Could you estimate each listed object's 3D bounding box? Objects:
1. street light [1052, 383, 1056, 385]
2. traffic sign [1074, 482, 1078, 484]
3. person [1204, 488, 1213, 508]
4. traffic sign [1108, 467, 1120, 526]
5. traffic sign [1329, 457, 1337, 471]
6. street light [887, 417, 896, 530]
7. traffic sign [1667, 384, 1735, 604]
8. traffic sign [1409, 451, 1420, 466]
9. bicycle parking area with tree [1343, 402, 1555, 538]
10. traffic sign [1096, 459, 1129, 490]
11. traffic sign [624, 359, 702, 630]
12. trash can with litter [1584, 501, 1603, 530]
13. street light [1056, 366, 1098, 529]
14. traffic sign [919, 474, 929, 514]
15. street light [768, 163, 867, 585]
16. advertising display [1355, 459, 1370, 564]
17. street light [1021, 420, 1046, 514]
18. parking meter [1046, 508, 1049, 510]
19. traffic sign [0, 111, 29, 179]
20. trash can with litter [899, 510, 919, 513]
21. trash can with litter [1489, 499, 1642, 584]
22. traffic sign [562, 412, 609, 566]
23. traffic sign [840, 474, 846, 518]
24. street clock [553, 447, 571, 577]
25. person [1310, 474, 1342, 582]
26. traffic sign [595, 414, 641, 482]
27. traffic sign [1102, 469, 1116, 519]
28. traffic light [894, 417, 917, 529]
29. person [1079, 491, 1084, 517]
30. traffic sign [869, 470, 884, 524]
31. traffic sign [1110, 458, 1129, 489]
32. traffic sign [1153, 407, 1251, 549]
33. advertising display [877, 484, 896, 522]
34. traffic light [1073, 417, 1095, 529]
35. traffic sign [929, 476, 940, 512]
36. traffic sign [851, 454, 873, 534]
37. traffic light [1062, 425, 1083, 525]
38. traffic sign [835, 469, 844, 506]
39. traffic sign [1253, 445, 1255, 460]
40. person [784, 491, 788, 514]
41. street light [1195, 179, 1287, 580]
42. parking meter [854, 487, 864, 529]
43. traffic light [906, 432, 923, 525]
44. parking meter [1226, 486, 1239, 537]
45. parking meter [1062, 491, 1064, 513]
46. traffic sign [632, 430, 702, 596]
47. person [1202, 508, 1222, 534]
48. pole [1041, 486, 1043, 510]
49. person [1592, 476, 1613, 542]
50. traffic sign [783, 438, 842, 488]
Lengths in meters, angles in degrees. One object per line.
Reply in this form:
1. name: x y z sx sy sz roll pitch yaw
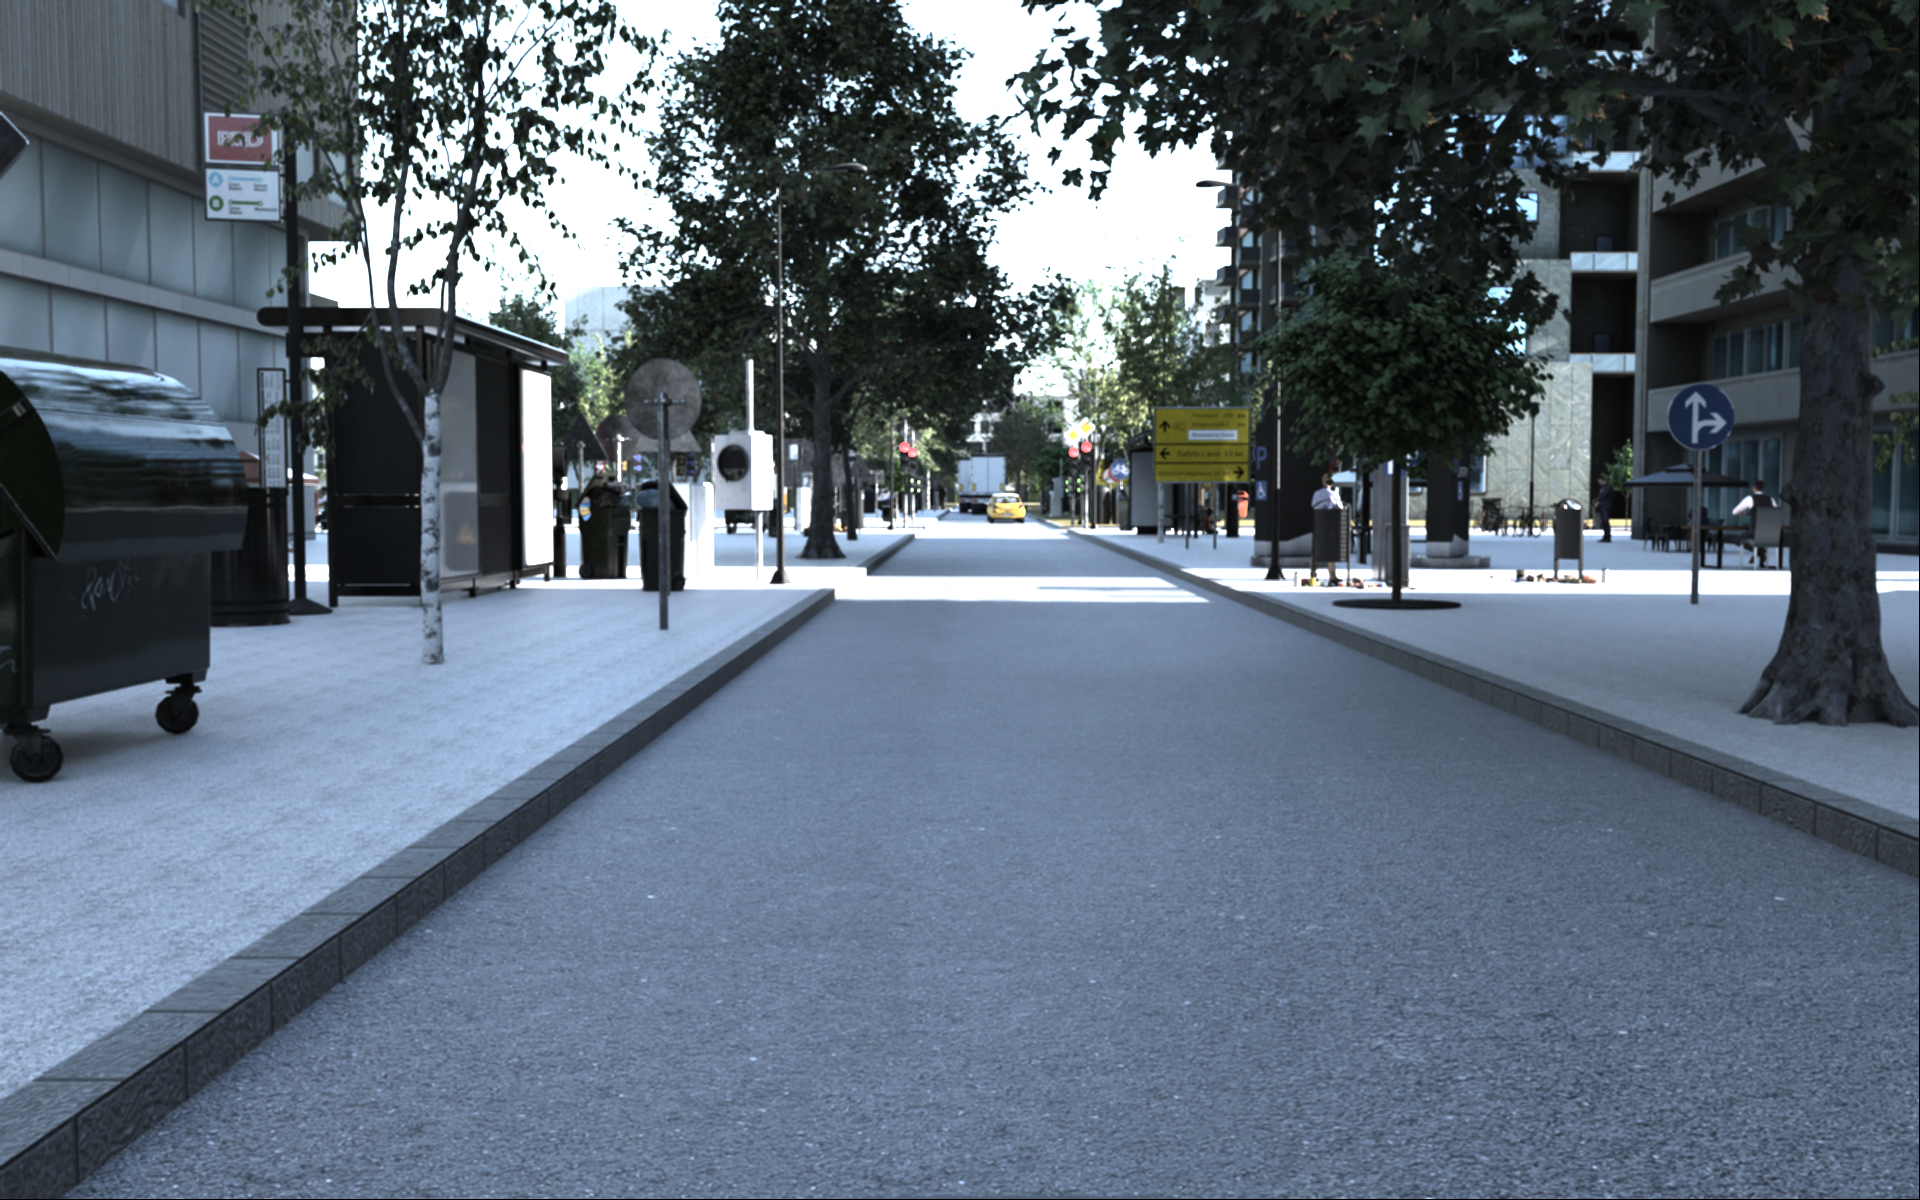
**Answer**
1. street light: 4.516 -6.102 72.303 1.470 5.913 1.316 0 4 0
2. traffic sign: 7.033 -6.584 107.756 0.768 2.556 0.104 0 4 4
3. person: 19.138 -7.776 133.899 0.376 1.734 0.841 -2 4 -32
4. traffic sign: 6.413 -4.310 70.567 0.768 2.556 0.104 0 4 5
5. traffic sign: 9.549 -2.792 45.757 0.768 2.556 0.104 0 4 2
6. street light: -1.883 -5.423 61.213 1.470 5.913 1.316 0 4 0
7. traffic sign: 8.578 -1.226 20.150 0.768 2.556 0.104 0 4 2
8. traffic sign: 8.615 -2.041 33.470 0.768 2.556 0.104 0 4 6
9. bicycle parking area with tree: 15.309 -4.134 54.588 8.231 4.147 9.016 2 4 24
10. traffic sign: 8.941 -6.476 99.757 2.265 3.308 0.079 0 4 2
11. traffic sign: -2.809 -0.994 16.350 0.768 2.556 0.104 1 4 10
12. trash can with litter: 22.445 -3.059 61.406 0.624 1.170 1.055 -3 5 -39
13. street light: 4.347 -5.532 62.987 1.470 5.913 1.316 0 4 0
14. traffic sign: -2.466 -6.897 112.768 0.884 2.594 0.081 0 4 7
15. street light: -2.011 -3.178 24.499 1.470 5.913 1.316 0 4 0
16. advertising display: 7.449 -1.643 32.080 0.123 1.923 0.974 0 4 6
17. street light: 4.743 -8.347 109.016 1.470 5.913 1.316 0 4 0
18. parking meter: 7.075 -7.986 138.987 0.372 1.533 0.369 0 3 0
19. traffic sign: -2.853 -0.300 4.641 0.795 2.593 0.064 0 4 7
20. trash can with litter: -3.381 -6.406 115.799 1.678 1.210 2.233 -3 4 -37
21. trash can with litter: 8.771 -0.884 25.504 1.678 1.210 2.233 -1 4 -23
22. traffic sign: -6.005 -1.681 27.480 0.884 2.594 0.081 1 4 9
23. traffic sign: -5.866 -5.194 84.922 0.884 2.594 0.081 0 4 8
24. street clock: -6.199 -1.359 26.782 0.358 2.002 0.471 0 4 -4
25. person: 5.347 -1.054 25.333 0.319 1.574 0.516 -3 5 -43
26. traffic sign: -5.468 -1.687 27.694 0.768 2.556 0.104 0 4 4
27. traffic sign: 7.434 -5.243 85.826 0.768 2.556 0.104 0 4 6
28. traffic light: -1.982 -4.534 63.055 0.839 4.253 0.868 0 4 0
29. person: 6.891 -5.503 96.144 0.598 1.807 0.434 1 4 19
30. traffic sign: -3.578 -4.411 74.242 0.606 2.300 0.079 0 4 1
31. traffic sign: 5.744 -3.779 61.886 0.768 2.556 0.104 1 4 9
32. traffic sign: 5.640 -2.847 40.423 2.265 3.308 0.079 0 4 3
33. advertising display: -3.432 -4.605 80.508 0.974 1.923 0.123 0 4 5
34. traffic light: 4.559 -4.532 63.024 0.839 4.253 0.868 0 4 0
35. traffic sign: -1.792 -7.502 122.767 0.768 2.556 0.104 0 4 2
36. traffic sign: -3.253 -3.421 55.932 0.884 2.594 0.081 0 4 7
37. traffic light: 4.617 -5.021 71.009 0.839 4.253 0.868 0 4 0
38. traffic sign: -5.537 -4.719 77.258 0.768 2.556 0.104 0 4 5
39. traffic sign: 6.614 -2.249 36.873 0.768 2.556 0.104 1 4 9
40. person: -11.602 -6.552 113.848 0.600 1.739 0.565 0 4 -8
41. street light: 4.165 -3.252 25.713 1.470 5.913 1.316 0 4 0
42. parking meter: -3.678 -3.353 63.234 0.372 1.533 0.369 0 3 0
43. traffic light: -1.924 -5.023 71.040 0.839 4.253 0.868 0 4 0
44. parking meter: 8.105 -2.634 51.481 0.372 1.533 0.369 0 3 0
45. parking meter: 6.650 -6.645 114.354 0.399 1.863 0.255 -2 4 -25
46. traffic sign: -3.693 -1.334 21.819 0.884 2.594 0.081 0 4 3
47. person: 8.060 -2.506 55.300 0.655 0.850 0.859 2 4 32
48. pole: 6.700 -9.003 141.048 0.158 3.312 0.155 0 3 0
49. person: 17.095 -2.424 46.124 0.568 1.767 0.683 -1 4 -11
50. traffic sign: -5.441 -4.239 63.181 2.265 3.308 0.079 0 4 7
